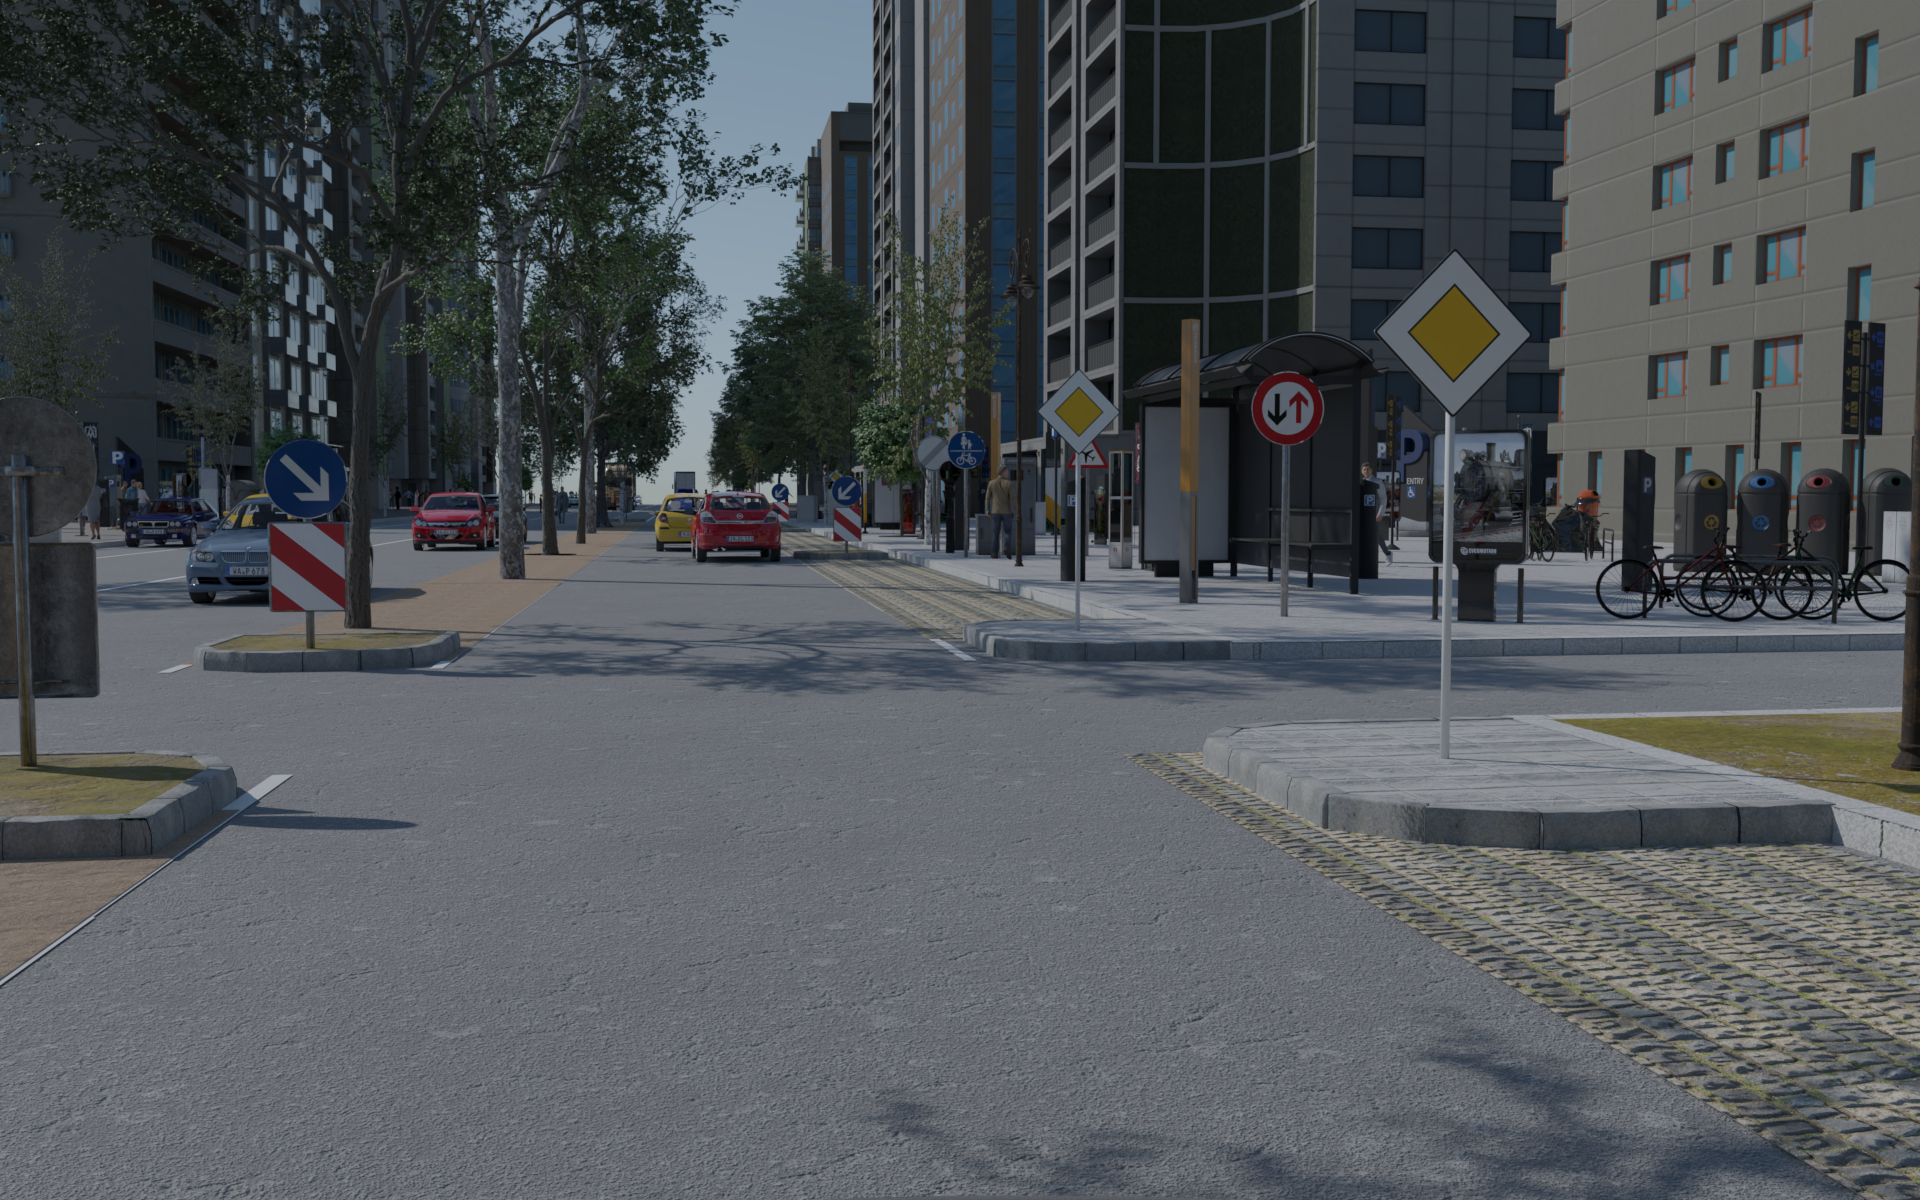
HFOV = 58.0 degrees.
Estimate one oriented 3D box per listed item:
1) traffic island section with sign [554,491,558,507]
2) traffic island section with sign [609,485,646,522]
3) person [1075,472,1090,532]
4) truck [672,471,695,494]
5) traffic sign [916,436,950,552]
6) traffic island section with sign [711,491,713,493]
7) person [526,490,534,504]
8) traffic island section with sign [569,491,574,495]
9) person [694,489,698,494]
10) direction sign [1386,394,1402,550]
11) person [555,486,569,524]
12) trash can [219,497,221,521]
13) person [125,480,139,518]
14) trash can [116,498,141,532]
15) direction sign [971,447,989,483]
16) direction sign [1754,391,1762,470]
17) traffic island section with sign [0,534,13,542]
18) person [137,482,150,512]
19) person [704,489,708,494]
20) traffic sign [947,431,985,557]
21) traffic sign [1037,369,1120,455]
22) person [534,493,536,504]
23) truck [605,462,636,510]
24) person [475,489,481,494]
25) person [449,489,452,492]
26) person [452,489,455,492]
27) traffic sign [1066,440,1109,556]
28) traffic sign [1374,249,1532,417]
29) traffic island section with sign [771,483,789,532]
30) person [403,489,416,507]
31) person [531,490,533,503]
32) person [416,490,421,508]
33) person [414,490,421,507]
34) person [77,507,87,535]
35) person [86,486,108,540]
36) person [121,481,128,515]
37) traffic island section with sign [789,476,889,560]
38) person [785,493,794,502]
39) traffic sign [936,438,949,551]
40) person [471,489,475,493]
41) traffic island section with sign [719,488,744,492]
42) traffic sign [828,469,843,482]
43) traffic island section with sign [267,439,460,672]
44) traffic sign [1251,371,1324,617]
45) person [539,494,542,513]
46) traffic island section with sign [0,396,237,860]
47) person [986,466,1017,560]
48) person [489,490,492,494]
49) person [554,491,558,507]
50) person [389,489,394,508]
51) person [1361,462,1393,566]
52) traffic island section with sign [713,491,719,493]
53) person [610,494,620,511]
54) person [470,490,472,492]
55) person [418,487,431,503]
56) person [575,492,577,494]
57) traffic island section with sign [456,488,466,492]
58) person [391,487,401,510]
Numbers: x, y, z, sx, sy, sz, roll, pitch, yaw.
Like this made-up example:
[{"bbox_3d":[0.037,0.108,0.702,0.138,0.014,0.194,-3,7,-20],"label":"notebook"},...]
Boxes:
[{"bbox_3d":[-45.124,-11.303,193.438,1.989,1.847,2.006,-1,4,-9],"label":"traffic island section with sign"},{"bbox_3d":[-17.209,-4.953,89.122,2.006,1.907,1.989,-1,4,-9],"label":"traffic island section with sign"},{"bbox_3d":[2.862,-2.184,41.714,0.622,1.834,0.822,2,4,28],"label":"person"},{"bbox_3d":[-34.893,-14.079,219.110,2.839,4.237,11.283,-1,4,-11],"label":"truck"},{"bbox_3d":[-0.578,-2.318,38.013,0.768,2.556,0.104,0,4,-1],"label":"traffic sign"},{"bbox_3d":[-27.501,-11.431,195.527,1.989,1.847,2.006,-1,4,-9],"label":"traffic island section with sign"},{"bbox_3d":[-56.086,-13.452,225.989,0.705,1.823,1.348,3,5,45],"label":"person"},{"bbox_3d":[-49.381,-12.954,220.425,1.989,1.847,2.006,-1,4,-9],"label":"traffic island section with sign"},{"bbox_3d":[-21.545,-8.117,141.221,0.705,1.824,1.348,-1,4,-11],"label":"person"},{"bbox_3d":[9.950,-2.923,39.790,0.379,3.537,0.876,2,4,34],"label":"direction sign"},{"bbox_3d":[-19.388,-4.627,84.257,0.694,1.812,0.767,0,4,-5],"label":"person"},{"bbox_3d":[-33.465,-4.036,77.646,0.748,1.137,0.748,0,3,0],"label":"trash can"},{"bbox_3d":[-29.080,-3.332,60.868,0.444,1.785,0.601,2,4,25],"label":"person"},{"bbox_3d":[-28.497,-2.919,59.387,0.748,1.137,0.748,0,3,0],"label":"trash can"},{"bbox_3d":[0.954,-5.573,83.108,0.876,3.537,0.379,-1,4,-15],"label":"direction sign"},{"bbox_3d":[17.733,-2.848,38.560,0.379,3.537,0.876,2,4,30],"label":"direction sign"},{"bbox_3d":[-20.262,-1.679,36.082,1.989,1.847,2.006,-1,4,-9],"label":"traffic island section with sign"},{"bbox_3d":[-31.255,-3.643,66.270,0.731,1.740,0.598,-2,4,-27],"label":"person"},{"bbox_3d":[-20.519,-8.035,139.833,1.348,1.831,0.705,-3,4,-38],"label":"person"},{"bbox_3d":[0.122,-2.134,34.998,0.768,2.556,0.104,0,4,-4],"label":"traffic sign"},{"bbox_3d":[1.128,-0.857,16.201,0.795,2.593,0.064,-1,4,-9],"label":"traffic sign"},{"bbox_3d":[-57.735,-13.818,235.185,0.599,1.433,0.991,0,4,-3],"label":"person"},{"bbox_3d":[-30.316,-10.145,154.789,2.839,4.237,11.283,-1,4,-9],"label":"truck"},{"bbox_3d":[-42.994,-9.036,154.470,1.217,1.739,0.721,-2,4,-27],"label":"person"},{"bbox_3d":[-43.919,-8.731,149.520,1.217,1.735,0.721,2,4,25],"label":"person"},{"bbox_3d":[-46.731,-9.373,159.963,0.621,1.740,0.551,0,4,-2],"label":"person"},{"bbox_3d":[2.625,-2.182,35.675,0.884,2.594,0.081,0,4,-4],"label":"traffic sign"},{"bbox_3d":[2.374,-0.374,8.313,0.795,2.593,0.064,-1,4,-9],"label":"traffic sign"},{"bbox_3d":[-6.898,-3.455,65.113,1.989,1.847,2.006,-1,4,-9],"label":"traffic island section with sign"},{"bbox_3d":[-55.233,-10.248,173.583,1.348,1.826,0.705,-2,4,-32],"label":"person"},{"bbox_3d":[-59.838,-14.443,242.180,0.705,1.824,1.348,1,4,11],"label":"person"},{"bbox_3d":[-52.074,-9.671,166.575,0.705,1.831,1.348,0,4,-6],"label":"person"},{"bbox_3d":[-54.788,-10.287,174.896,0.621,1.740,0.551,-1,4,-14],"label":"person"},{"bbox_3d":[-27.438,-2.941,54.217,0.616,1.811,0.778,-3,4,-37],"label":"person"},{"bbox_3d":[-24.445,-2.600,48.903,0.532,1.782,0.716,3,4,36],"label":"person"},{"bbox_3d":[-35.972,-4.190,74.463,0.656,1.842,0.836,2,4,27],"label":"person"},{"bbox_3d":[-2.686,-1.823,38.436,1.989,1.847,2.006,-1,4,-9],"label":"traffic island section with sign"},{"bbox_3d":[-15.441,-9.066,154.239,1.348,1.831,0.705,-2,4,-32],"label":"person"},{"bbox_3d":[-0.495,-2.376,38.955,0.768,2.556,0.104,0,4,-8],"label":"traffic sign"},{"bbox_3d":[-43.918,-9.129,156.216,0.541,1.710,0.530,1,4,9],"label":"person"},{"bbox_3d":[-14.796,-6.510,115.071,1.989,1.847,2.006,-1,4,-9],"label":"traffic island section with sign"},{"bbox_3d":[-6.488,-5.580,90.974,0.795,2.593,0.064,0,4,-7],"label":"traffic sign"},{"bbox_3d":[-5.472,-0.414,14.902,2.006,1.907,1.989,-1,4,-9],"label":"traffic island section with sign"},{"bbox_3d":[3.396,-1.098,18.060,0.768,2.556,0.104,0,4,-5],"label":"traffic sign"},{"bbox_3d":[-31.976,-7.371,132.272,0.557,1.426,1.065,0,4,2],"label":"person"},{"bbox_3d":[-4.325,0.034,7.584,2.006,1.907,1.989,-1,4,-9],"label":"traffic island section with sign"},{"bbox_3d":[0.855,-1.724,34.134,0.656,1.842,0.836,-1,4,-13],"label":"person"},{"bbox_3d":[-45.256,-9.695,167.153,0.705,1.807,1.348,1,4,18],"label":"person"},{"bbox_3d":[-43.405,-10.813,185.959,0.551,1.740,0.621,3,4,36],"label":"person"},{"bbox_3d":[-50.973,-9.090,155.386,1.217,1.735,0.721,-3,4,-37],"label":"person"},{"bbox_3d":[7.317,-1.519,30.723,0.795,1.843,0.661,-2,4,-35],"label":"person"},{"bbox_3d":[-19.002,-8.139,141.697,1.989,1.847,2.006,-1,4,-9],"label":"traffic island section with sign"},{"bbox_3d":[-28.633,-8.061,143.559,1.065,1.426,0.557,1,4,10],"label":"person"},{"bbox_3d":[-53.449,-11.197,189.191,1.350,1.814,0.705,-2,4,-35],"label":"person"},{"bbox_3d":[-41.888,-7.940,135.957,1.348,1.812,0.705,0,3,0],"label":"person"},{"bbox_3d":[-45.995,-12.114,207.343,1.217,1.735,0.721,1,4,22],"label":"person"},{"bbox_3d":[-32.219,-6.311,111.815,1.989,1.847,2.006,-1,4,-9],"label":"traffic island section with sign"},{"bbox_3d":[-44.024,-7.938,135.467,1.348,1.869,0.705,3,5,42],"label":"person"}]
